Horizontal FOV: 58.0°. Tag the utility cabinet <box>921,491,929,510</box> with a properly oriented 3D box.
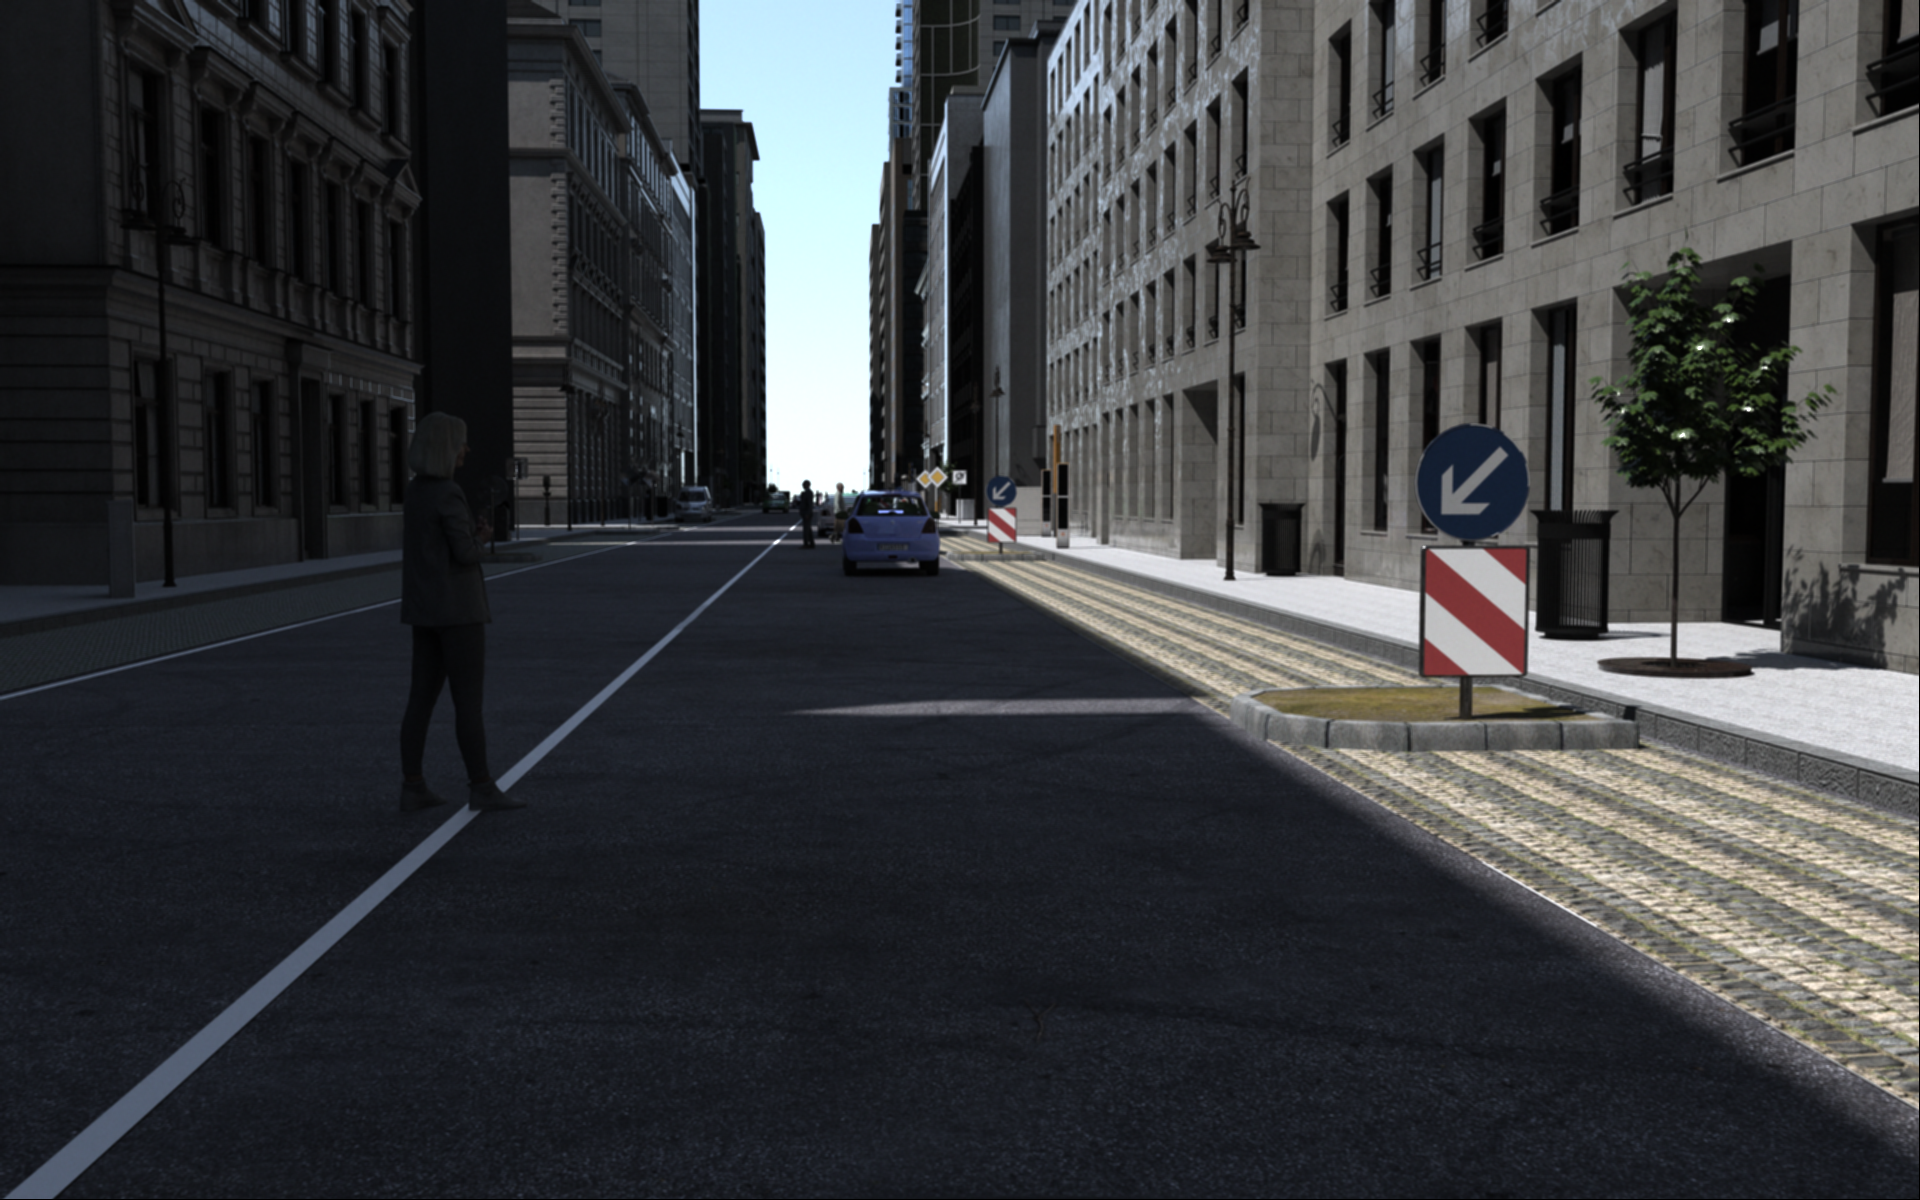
[{"bbox_3d":[-2.336,-6.491,114.800,0.318,1.500,1.173,1,4,13],"label":"utility cabinet"}]

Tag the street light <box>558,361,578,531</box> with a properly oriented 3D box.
[{"bbox_3d":[-13.634,-5.353,60.312,0.468,5.910,1.993,0,4,-4],"label":"street light"}]

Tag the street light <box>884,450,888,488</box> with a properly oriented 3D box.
[{"bbox_3d":[-7.900,-12.903,183.743,0.468,5.910,1.993,0,4,-4],"label":"street light"}]

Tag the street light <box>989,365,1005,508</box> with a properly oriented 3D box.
[{"bbox_3d":[1.324,-5.455,61.984,0.468,5.910,1.993,0,4,-4],"label":"street light"}]

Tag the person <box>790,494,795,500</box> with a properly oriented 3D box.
[{"bbox_3d":[-18.219,-10.952,190.782,0.991,1.433,0.599,0,4,6],"label":"person"}]

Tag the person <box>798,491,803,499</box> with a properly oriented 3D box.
[{"bbox_3d":[-15.947,-10.103,174.479,0.721,1.735,1.217,-3,4,-36],"label":"person"}]

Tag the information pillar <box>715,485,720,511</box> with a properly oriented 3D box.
[{"bbox_3d":[-18.791,-7.927,134.101,0.304,2.012,0.304,-1,4,-20],"label":"information pillar"}]

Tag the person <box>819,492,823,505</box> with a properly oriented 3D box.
[{"bbox_3d":[-18.695,-13.650,232.342,0.551,1.740,0.621,-2,4,-34],"label":"person"}]

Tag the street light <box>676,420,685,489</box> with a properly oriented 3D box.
[{"bbox_3d":[-17.139,-8.161,106.217,0.468,5.910,1.993,0,4,-4],"label":"street light"}]

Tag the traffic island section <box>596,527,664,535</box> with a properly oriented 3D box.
[{"bbox_3d":[-11.749,-2.399,61.499,2.009,0.180,2.903,0,4,-4],"label":"traffic island section"}]

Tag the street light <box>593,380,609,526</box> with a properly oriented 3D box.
[{"bbox_3d":[-14.354,-5.910,69.423,0.468,5.910,1.993,0,4,-4],"label":"street light"}]

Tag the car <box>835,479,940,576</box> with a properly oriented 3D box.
[{"bbox_3d":[-1.306,-1.353,31.712,1.945,1.707,3.694,0,4,-5],"label":"car"}]

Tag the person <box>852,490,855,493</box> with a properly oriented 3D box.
[{"bbox_3d":[-9.168,-8.626,149.532,0.705,1.824,1.348,-2,4,-25],"label":"person"}]

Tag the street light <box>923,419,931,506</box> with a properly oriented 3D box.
[{"bbox_3d":[-2.081,-8.227,107.292,0.468,5.910,1.993,0,4,-4],"label":"street light"}]

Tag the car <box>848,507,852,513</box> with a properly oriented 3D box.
[{"bbox_3d":[-1.762,-1.981,41.983,1.945,1.707,3.694,0,4,-3],"label":"car"}]

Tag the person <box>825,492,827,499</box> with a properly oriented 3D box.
[{"bbox_3d":[-19.616,-15.000,253.834,0.705,1.814,1.350,-1,4,-20],"label":"person"}]

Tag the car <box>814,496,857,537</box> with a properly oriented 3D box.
[{"bbox_3d":[-3.992,-2.900,59.771,2.083,1.381,4.827,0,4,-5],"label":"car"}]

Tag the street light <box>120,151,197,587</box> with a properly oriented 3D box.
[{"bbox_3d":[-10.943,-3.120,23.800,0.468,5.910,1.993,0,4,-4],"label":"street light"}]

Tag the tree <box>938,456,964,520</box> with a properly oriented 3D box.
[{"bbox_3d":[-0.489,-5.667,87.262,1.663,3.219,1.824,0,3,0],"label":"tree"}]

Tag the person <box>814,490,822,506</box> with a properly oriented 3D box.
[{"bbox_3d":[-14.465,-10.224,175.643,1.348,1.826,0.705,3,5,39],"label":"person"}]

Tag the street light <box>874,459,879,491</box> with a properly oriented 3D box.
[{"bbox_3d":[-11.166,-15.743,230.185,0.468,5.910,1.993,0,4,-4],"label":"street light"}]

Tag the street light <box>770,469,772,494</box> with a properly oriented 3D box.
[{"bbox_3d":[-28.880,-17.872,264.996,0.468,5.910,1.993,0,4,-4],"label":"street light"}]

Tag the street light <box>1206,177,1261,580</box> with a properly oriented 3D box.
[{"bbox_3d":[4.023,-3.233,25.652,0.468,5.910,1.993,0,4,-4],"label":"street light"}]

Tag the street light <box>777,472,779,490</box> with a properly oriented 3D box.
[{"bbox_3d":[-31.642,-20.104,301.487,0.468,5.910,1.993,0,4,-4],"label":"street light"}]

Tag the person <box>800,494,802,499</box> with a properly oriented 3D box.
[{"bbox_3d":[-15.611,-9.743,171.059,0.557,1.426,1.065,-1,4,-19],"label":"person"}]

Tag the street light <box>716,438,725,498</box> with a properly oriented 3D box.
[{"bbox_3d":[-19.984,-10.580,145.774,0.468,5.910,1.993,0,4,-4],"label":"street light"}]

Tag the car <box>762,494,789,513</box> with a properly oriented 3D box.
[{"bbox_3d":[-13.885,-7.442,130.470,1.959,1.807,4.718,0,4,-2],"label":"car"}]

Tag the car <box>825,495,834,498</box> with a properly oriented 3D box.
[{"bbox_3d":[-16.004,-12.545,217.467,2.083,1.381,4.827,0,4,-6],"label":"car"}]

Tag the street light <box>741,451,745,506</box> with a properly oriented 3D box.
[{"bbox_3d":[-22.862,-12.829,182.549,0.468,5.910,1.993,0,4,-4],"label":"street light"}]

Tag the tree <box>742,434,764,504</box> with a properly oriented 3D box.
[{"bbox_3d":[-25.908,-16.080,213.268,4.360,8.622,3.978,0,3,0],"label":"tree"}]

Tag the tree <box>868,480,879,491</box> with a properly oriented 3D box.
[{"bbox_3d":[-12.348,-15.382,246.099,1.663,3.219,1.824,0,3,0],"label":"tree"}]

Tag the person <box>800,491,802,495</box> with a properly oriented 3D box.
[{"bbox_3d":[-21.207,-13.666,232.070,1.348,1.807,0.705,-2,4,-32],"label":"person"}]

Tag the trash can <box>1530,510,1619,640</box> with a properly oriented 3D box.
[{"bbox_3d":[5.439,-0.228,15.375,0.748,1.137,0.748,0,3,0],"label":"trash can"}]

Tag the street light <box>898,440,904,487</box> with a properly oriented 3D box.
[{"bbox_3d":[-5.004,-10.656,147.019,0.468,5.910,1.993,0,4,-4],"label":"street light"}]

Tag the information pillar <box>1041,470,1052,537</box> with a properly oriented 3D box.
[{"bbox_3d":[2.594,-2.905,51.995,0.304,2.012,0.304,0,4,-1],"label":"information pillar"}]

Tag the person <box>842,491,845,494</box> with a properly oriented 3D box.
[{"bbox_3d":[-12.567,-10.771,184.478,0.709,1.838,0.599,1,4,14],"label":"person"}]

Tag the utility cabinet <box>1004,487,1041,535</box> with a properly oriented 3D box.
[{"bbox_3d":[1.951,-2.717,53.105,1.173,1.500,0.318,1,4,13],"label":"utility cabinet"}]

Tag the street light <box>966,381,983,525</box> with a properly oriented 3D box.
[{"bbox_3d":[0.645,-6.005,70.977,0.468,5.910,1.993,0,4,-4],"label":"street light"}]

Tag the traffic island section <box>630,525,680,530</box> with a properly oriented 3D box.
[{"bbox_3d":[-12.341,-2.886,69.462,2.009,0.180,2.903,0,4,-4],"label":"traffic island section"}]

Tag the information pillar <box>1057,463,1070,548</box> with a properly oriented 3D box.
[{"bbox_3d":[2.436,-2.230,40.950,0.304,2.012,0.304,0,4,3],"label":"information pillar"}]

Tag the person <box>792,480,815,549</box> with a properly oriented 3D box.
[{"bbox_3d":[-4.087,-2.246,45.397,0.590,1.801,0.661,-1,4,-17],"label":"person"}]

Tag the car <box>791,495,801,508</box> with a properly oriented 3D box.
[{"bbox_3d":[-16.864,-10.497,183.981,2.083,1.381,4.827,0,4,-4],"label":"car"}]

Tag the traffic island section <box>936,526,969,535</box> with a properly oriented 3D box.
[{"bbox_3d":[-0.788,-2.448,62.306,2.009,0.180,2.903,0,4,-4],"label":"traffic island section"}]

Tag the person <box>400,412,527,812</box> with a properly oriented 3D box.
[{"bbox_3d":[-2.320,0.046,7.939,0.526,1.800,0.537,-2,4,-32],"label":"person"}]

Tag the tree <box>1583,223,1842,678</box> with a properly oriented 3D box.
[{"bbox_3d":[5.060,-1.088,12.388,1.663,3.219,1.824,0,3,0],"label":"tree"}]

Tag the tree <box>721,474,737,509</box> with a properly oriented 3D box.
[{"bbox_3d":[-20.724,-9.663,152.584,1.663,3.219,1.824,0,3,0],"label":"tree"}]

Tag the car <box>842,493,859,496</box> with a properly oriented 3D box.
[{"bbox_3d":[-4.708,-4.142,76.517,1.959,1.807,4.718,0,4,-5],"label":"car"}]

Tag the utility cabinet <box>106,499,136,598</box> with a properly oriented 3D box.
[{"bbox_3d":[-10.535,-0.647,21.743,0.306,1.237,1.020,-2,4,-25],"label":"utility cabinet"}]

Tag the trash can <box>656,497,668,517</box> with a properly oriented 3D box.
[{"bbox_3d":[-16.527,-5.167,96.139,0.748,1.137,0.748,0,3,0],"label":"trash can"}]

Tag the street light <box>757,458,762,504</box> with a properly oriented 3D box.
[{"bbox_3d":[-26.206,-15.651,228.686,0.468,5.910,1.993,0,4,-4],"label":"street light"}]

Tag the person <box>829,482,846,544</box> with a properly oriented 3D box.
[{"bbox_3d":[-3.506,-2.489,49.679,0.515,1.767,0.782,0,4,-4],"label":"person"}]

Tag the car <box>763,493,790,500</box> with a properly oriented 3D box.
[{"bbox_3d":[-14.340,-7.717,135.210,2.155,1.783,4.494,0,4,-6],"label":"car"}]

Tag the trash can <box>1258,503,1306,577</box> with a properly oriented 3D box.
[{"bbox_3d":[5.035,-0.947,27.131,0.748,1.137,0.748,0,3,0],"label":"trash can"}]

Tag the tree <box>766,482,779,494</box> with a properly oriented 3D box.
[{"bbox_3d":[-29.506,-17.099,274.176,1.663,3.219,1.824,0,3,0],"label":"tree"}]
